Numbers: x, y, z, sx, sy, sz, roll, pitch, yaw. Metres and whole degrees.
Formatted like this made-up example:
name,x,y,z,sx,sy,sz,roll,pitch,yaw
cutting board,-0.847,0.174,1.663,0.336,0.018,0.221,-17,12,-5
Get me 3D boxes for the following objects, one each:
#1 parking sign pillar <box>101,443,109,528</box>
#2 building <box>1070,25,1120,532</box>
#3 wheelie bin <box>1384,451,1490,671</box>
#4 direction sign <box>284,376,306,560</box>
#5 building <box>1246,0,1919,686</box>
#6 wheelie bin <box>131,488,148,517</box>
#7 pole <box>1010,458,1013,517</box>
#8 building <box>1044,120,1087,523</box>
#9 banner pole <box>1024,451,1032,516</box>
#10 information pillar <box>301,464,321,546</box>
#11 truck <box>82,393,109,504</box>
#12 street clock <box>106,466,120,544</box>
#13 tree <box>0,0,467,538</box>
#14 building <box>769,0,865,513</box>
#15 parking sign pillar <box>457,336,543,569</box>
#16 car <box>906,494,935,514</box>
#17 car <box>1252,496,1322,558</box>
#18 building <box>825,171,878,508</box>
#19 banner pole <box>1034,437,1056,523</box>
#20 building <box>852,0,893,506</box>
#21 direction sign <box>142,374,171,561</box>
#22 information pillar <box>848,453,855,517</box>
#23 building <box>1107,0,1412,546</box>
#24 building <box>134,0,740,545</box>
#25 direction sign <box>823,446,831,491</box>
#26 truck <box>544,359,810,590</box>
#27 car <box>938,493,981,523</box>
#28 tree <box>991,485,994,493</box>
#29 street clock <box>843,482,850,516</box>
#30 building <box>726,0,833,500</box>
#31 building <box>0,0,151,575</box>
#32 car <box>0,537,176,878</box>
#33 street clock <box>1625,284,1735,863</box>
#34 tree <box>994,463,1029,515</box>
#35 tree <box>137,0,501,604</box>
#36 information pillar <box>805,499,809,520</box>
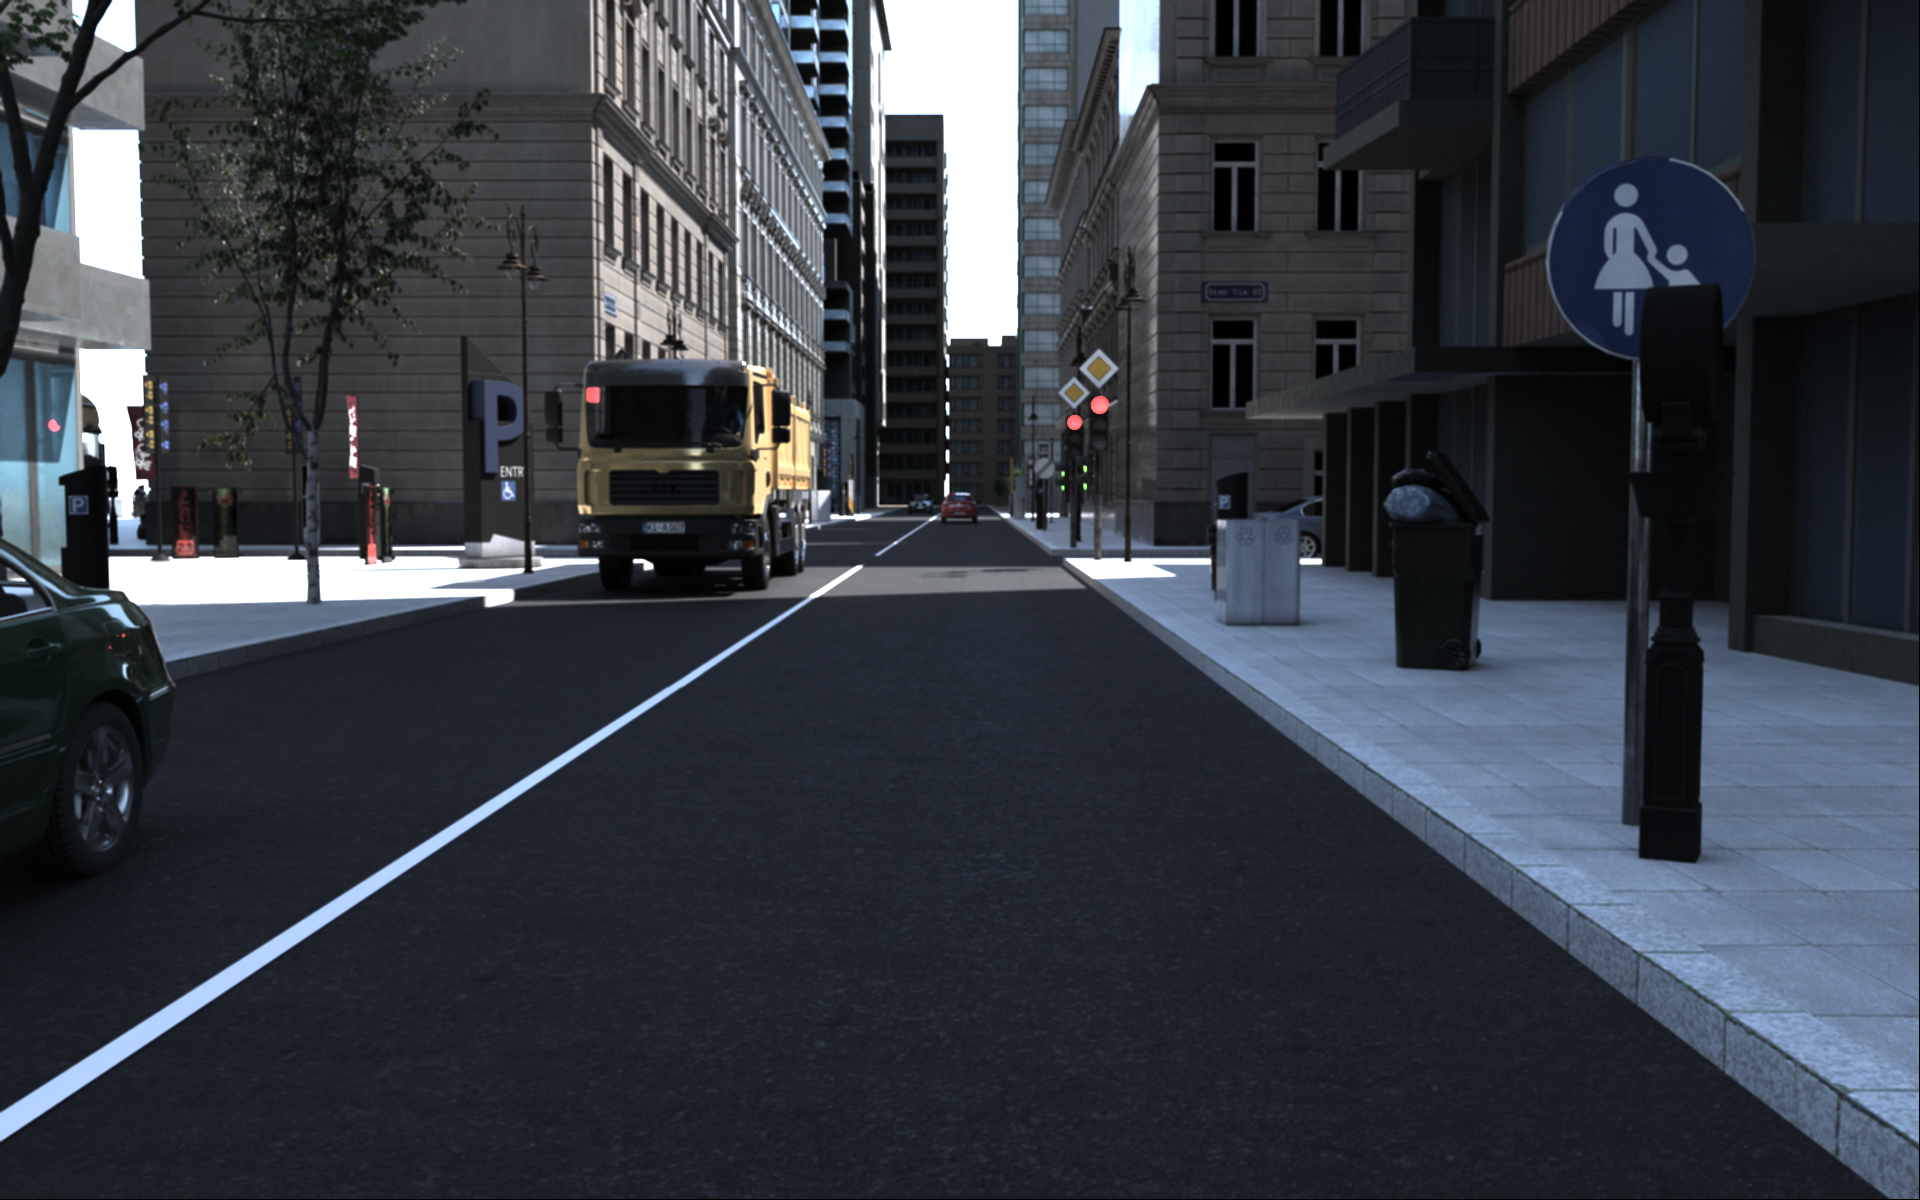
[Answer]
name,x,y,z,sx,sy,sz,roll,pitch,yaw
parking sign pillar,-33.104,-4.754,66.200,1.447,3.967,1.447,3,5,45
building,9.986,-12.300,65.732,10.561,19.102,19.286,0,4,0
wheelie bin,3.528,-0.302,12.849,0.693,1.594,0.980,2,4,24
direction sign,-12.938,-2.550,33.686,0.379,3.537,0.876,-3,5,-40
building,16.001,-22.163,16.993,22.147,44.769,28.867,0,4,0
wheelie bin,-44.941,-5.324,94.956,0.693,1.594,0.980,0,4,7
pole,2.889,-6.294,96.744,0.158,3.312,0.155,0,3,0
building,10.023,-15.021,96.507,10.553,20.767,40.483,0,4,0
banner pole,4.020,-6.812,101.387,0.863,3.779,0.401,1,4,19
information pillar,-15.937,-2.326,42.529,0.304,2.012,0.304,3,5,40
truck,-24.211,-3.010,38.123,11.283,4.237,2.839,0,3,0
street clock,-21.749,-2.440,44.462,0.358,2.002,0.471,-2,4,-32
tree,-7.702,-5.376,13.651,9.928,11.665,9.643,0,3,0
building,-18.149,-50.011,130.346,22.319,86.520,31.000,0,4,0
parking sign pillar,-8.010,-2.545,30.091,1.447,3.967,1.447,2,4,30
car,-2.811,-6.958,123.547,2.009,1.686,4.222,0,4,-1
car,8.475,-1.540,37.182,4.499,1.417,2.014,0,4,0
building,-14.782,-23.416,154.549,14.160,30.474,14.107,0,4,0
banner pole,3.839,-5.292,76.537,0.863,3.779,0.401,2,4,28
building,-21.221,-35.932,176.726,27.495,52.752,28.713,0,4,0
direction sign,-15.385,-2.521,33.210,0.379,3.537,0.876,0,4,4
information pillar,-6.211,-6.564,98.673,0.183,3.616,0.504,-2,4,-32
building,16.933,-15.303,47.468,25.104,27.353,12.463,0,4,0
building,-14.661,-15.758,54.912,12.463,27.353,25.104,0,4,0
direction sign,-6.350,-5.537,82.525,0.379,3.537,0.876,1,4,20
truck,-4.113,-1.966,28.075,3.469,3.379,9.791,0,3,0
car,-0.038,-4.709,86.040,2.155,1.783,4.494,0,4,0
tree,4.601,-12.203,194.119,1.663,3.219,1.824,0,3,0
street clock,-6.508,-5.852,100.247,0.471,2.002,0.358,-2,4,-34
building,-16.622,-19.186,90.108,17.030,29.872,44.131,0,4,0
building,-26.968,-24.316,17.184,30.456,49.044,23.786,0,4,0
car,-4.101,0.406,5.165,2.131,1.459,4.920,0,4,-1
street clock,2.516,-0.092,6.076,0.358,2.002,0.471,2,4,28
tree,3.544,-7.312,114.145,1.663,3.219,1.824,0,3,0
tree,-7.557,-4.276,20.268,4.360,8.622,3.978,0,3,0
information pillar,-7.712,-5.039,86.883,0.304,2.012,0.304,2,4,32
